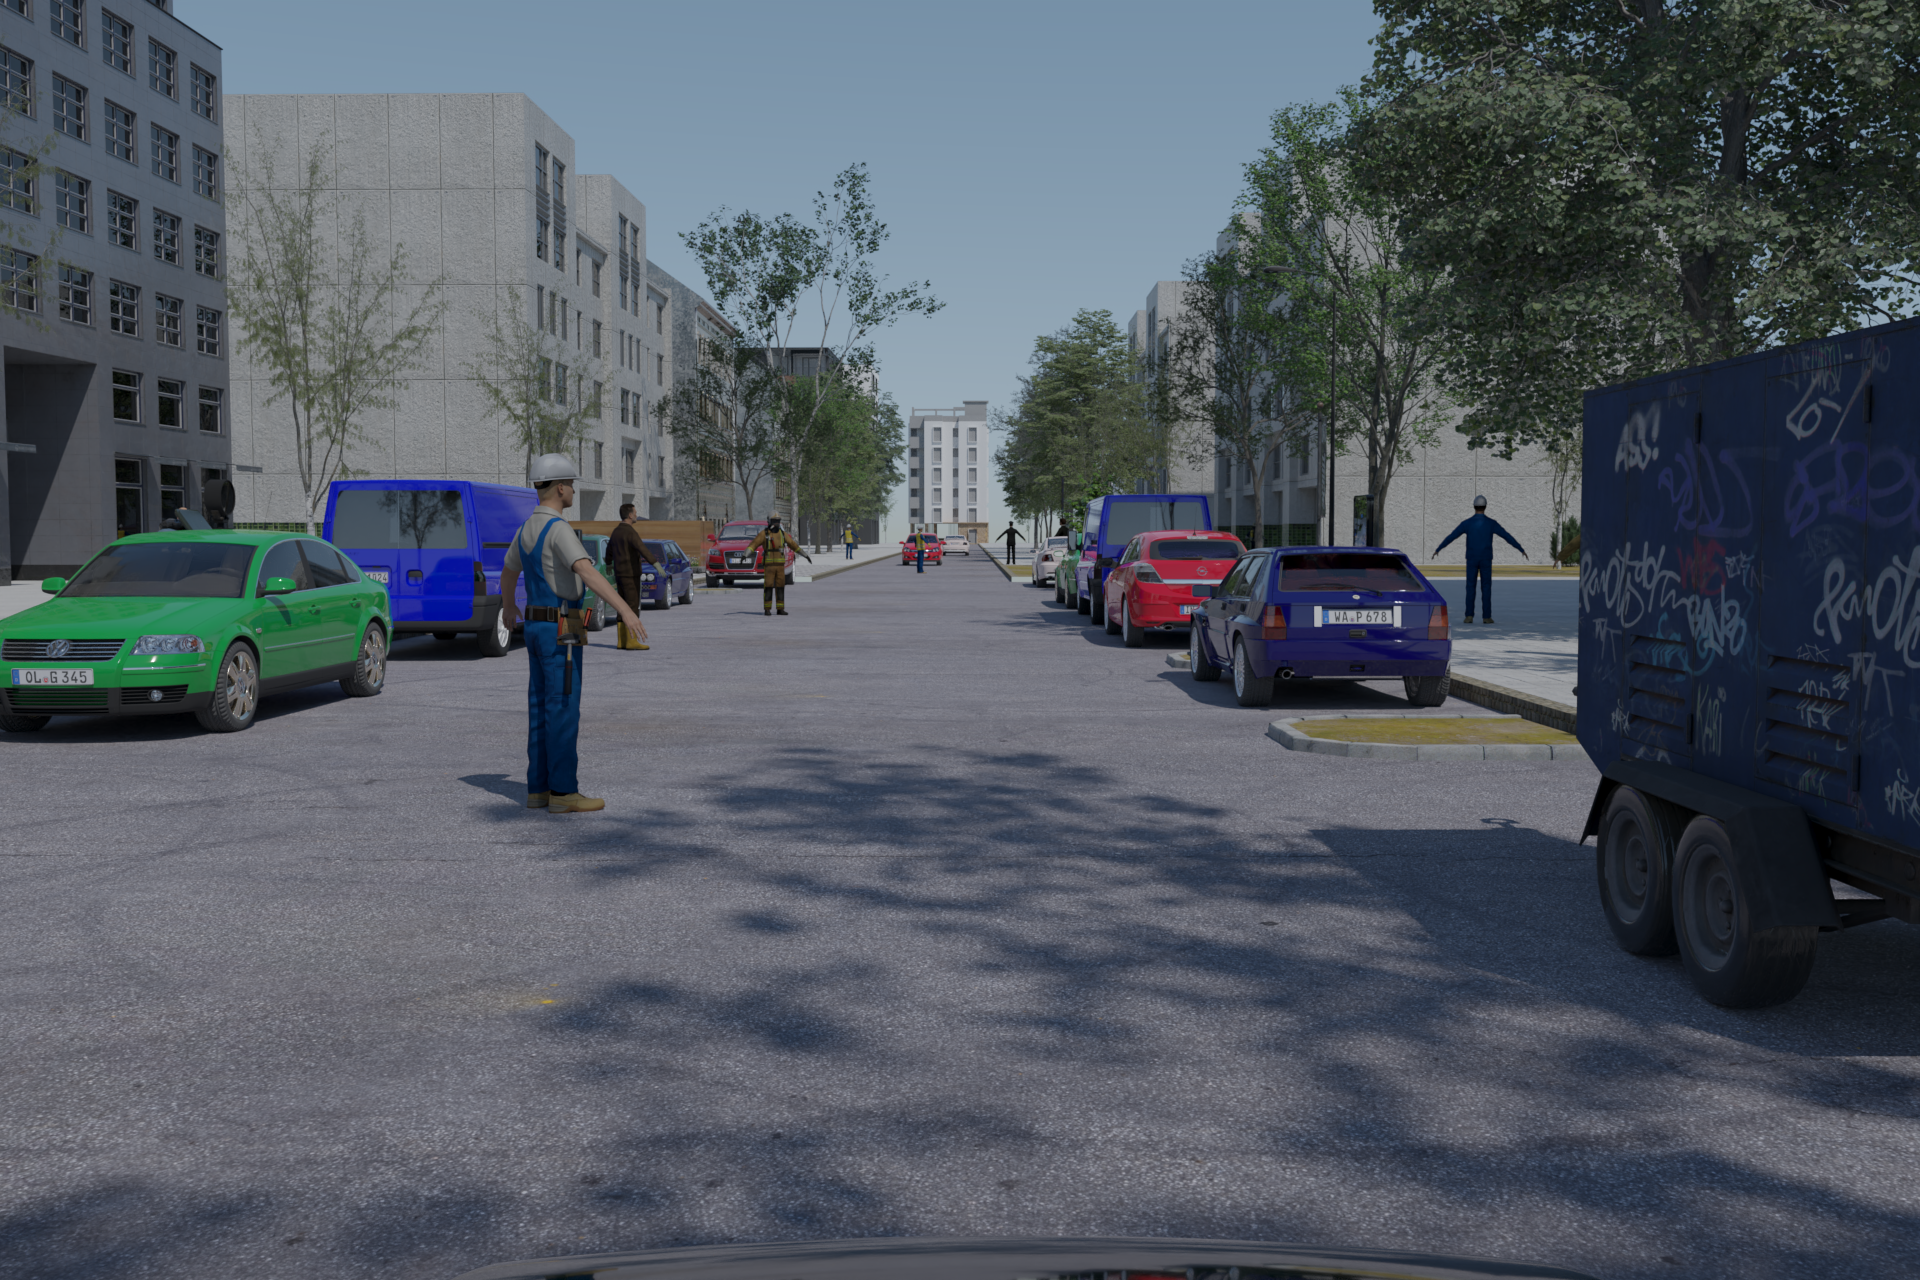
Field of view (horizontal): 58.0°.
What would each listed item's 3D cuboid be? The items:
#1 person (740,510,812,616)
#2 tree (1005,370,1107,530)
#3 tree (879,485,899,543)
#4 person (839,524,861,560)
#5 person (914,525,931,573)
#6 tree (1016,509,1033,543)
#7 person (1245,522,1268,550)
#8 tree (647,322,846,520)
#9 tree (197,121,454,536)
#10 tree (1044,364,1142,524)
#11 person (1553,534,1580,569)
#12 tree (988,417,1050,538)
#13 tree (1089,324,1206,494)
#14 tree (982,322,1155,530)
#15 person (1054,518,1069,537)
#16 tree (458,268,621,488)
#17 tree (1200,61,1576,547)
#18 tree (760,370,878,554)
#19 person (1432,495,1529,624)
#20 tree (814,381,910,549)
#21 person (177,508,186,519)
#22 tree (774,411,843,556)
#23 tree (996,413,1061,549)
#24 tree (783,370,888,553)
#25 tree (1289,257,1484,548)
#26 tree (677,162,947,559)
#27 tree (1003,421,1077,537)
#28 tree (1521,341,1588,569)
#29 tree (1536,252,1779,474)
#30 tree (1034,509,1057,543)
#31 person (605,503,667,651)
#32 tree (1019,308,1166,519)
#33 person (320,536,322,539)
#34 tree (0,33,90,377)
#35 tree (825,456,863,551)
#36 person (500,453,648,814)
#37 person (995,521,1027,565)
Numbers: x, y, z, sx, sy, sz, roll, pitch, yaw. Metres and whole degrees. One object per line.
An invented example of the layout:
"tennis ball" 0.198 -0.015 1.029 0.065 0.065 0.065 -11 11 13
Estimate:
"person" -3.260 -1.361 30.473 1.354 1.858 0.705 -2 4 -29
"tree" 6.634 -11.931 113.198 7.486 12.596 7.792 0 3 0
"tree" -10.203 -17.921 243.367 4.360 8.622 3.978 0 3 0
"person" -5.539 -4.929 87.046 1.216 1.772 0.721 1 4 23
"person" -1.364 -3.312 63.079 0.721 1.772 1.216 -2 4 -28
"tree" 10.158 -18.290 249.397 4.360 8.622 3.978 0 3 0
"person" 14.311 -4.785 84.009 0.705 1.856 1.354 -3 5 -43
"tree" -9.170 -8.664 76.074 8.767 10.594 7.601 -2 4 -24
"tree" -12.136 -4.979 31.771 4.360 8.622 3.978 0 3 0
"tree" 6.272 -7.608 74.751 4.360 8.622 3.978 0 3 0
"person" 6.757 -0.679 17.881 1.217 1.736 0.721 1 4 23
"tree" 6.536 -12.156 133.156 7.601 10.594 8.767 3 4 37
"tree" 7.219 -6.705 59.985 4.360 8.622 3.978 0 3 0
"tree" 6.462 -11.691 101.511 12.009 13.543 11.850 0 3 0
"person" 3.326 -3.084 56.611 0.705 1.806 1.347 3 4 37
"tree" -12.334 -6.025 48.871 4.360 8.622 3.978 0 3 0
"tree" 9.311 -6.870 38.079 9.928 11.665 9.643 0 3 0
"tree" -9.065 -11.258 109.818 9.928 11.665 9.643 0 3 0
"person" 7.468 -1.164 24.905 1.347 1.842 0.705 1 4 21
"tree" -8.959 -14.579 145.023 9.857 13.997 8.962 0 3 0
"person" -14.109 -1.514 31.355 0.434 1.755 0.990 3 4 38
"tree" -8.734 -9.157 100.084 4.360 8.622 3.978 0 3 0
"tree" 6.702 -13.956 146.314 7.486 12.596 7.792 0 3 0
"tree" -8.710 -12.359 120.200 7.486 12.596 7.792 0 3 0
"tree" 15.479 -8.384 62.840 9.928 11.665 9.643 0 3 0
"tree" -7.531 -14.213 88.267 12.611 20.169 13.585 0 3 0
"tree" 6.687 -11.510 122.603 7.601 10.594 8.767 -1 4 -17
"tree" 21.635 -6.891 63.027 4.360 8.622 3.978 0 3 0
"tree" 22.317 -7.321 54.109 8.767 10.594 7.601 0 4 3
"tree" 11.207 -19.362 242.317 9.928 11.665 9.643 0 3 0
"person" -4.072 -0.783 21.400 0.704 1.812 1.346 -3 5 -41
"tree" 6.575 -10.326 86.962 7.486 12.596 7.792 0 3 0
"person" -19.245 -2.848 52.837 0.705 1.796 1.348 1 4 10
"tree" -12.717 -4.249 19.833 4.360 8.622 3.978 0 3 0
"tree" -8.806 -10.935 129.155 4.737 8.622 4.395 0 3 0
"person" -2.085 -0.042 9.008 0.705 1.847 1.347 -3 5 -43
"person" 2.141 -4.084 72.715 1.347 1.837 0.705 0 4 -6
